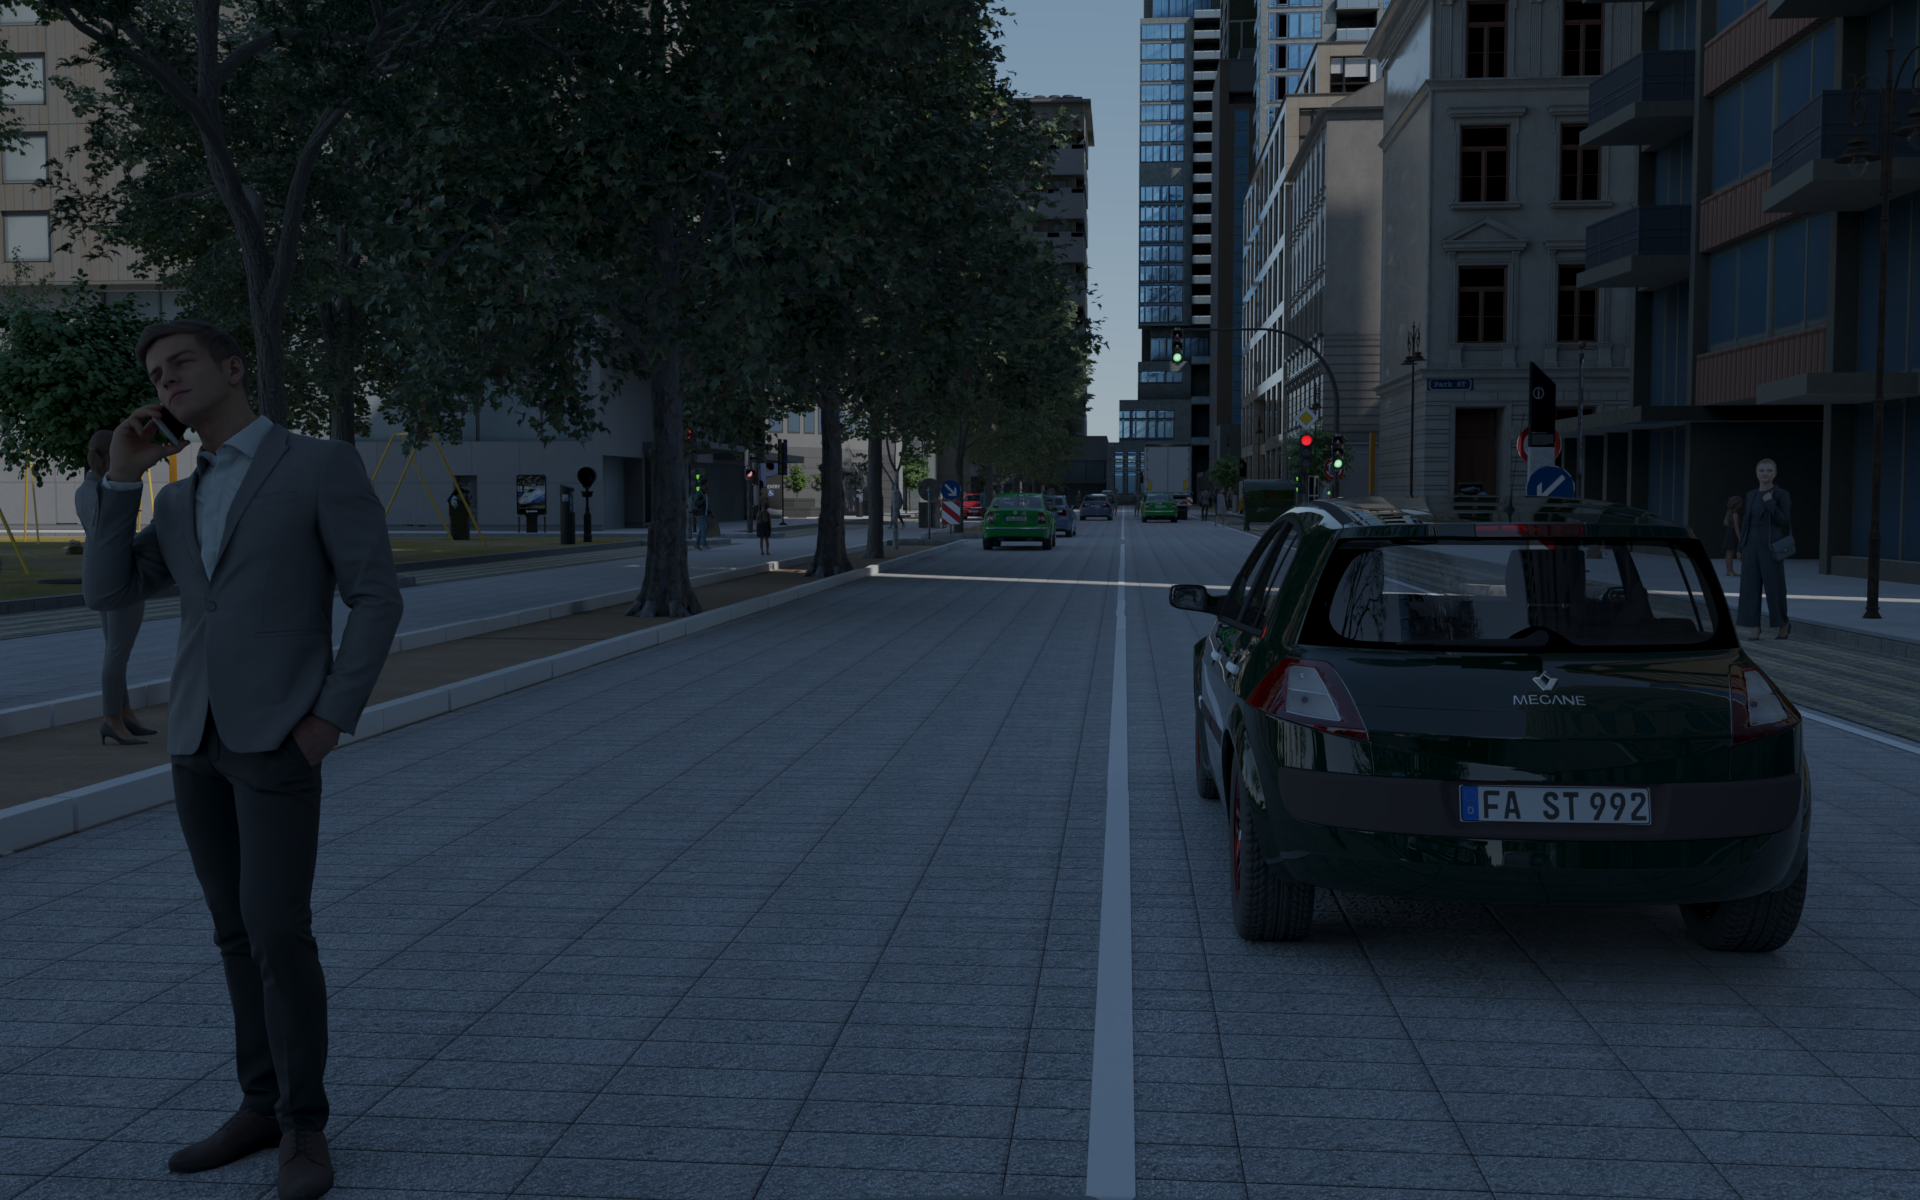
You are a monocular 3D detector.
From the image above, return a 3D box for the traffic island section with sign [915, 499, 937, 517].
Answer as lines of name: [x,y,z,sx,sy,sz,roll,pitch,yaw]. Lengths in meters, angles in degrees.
traffic island section with sign: [-1.706,-6.130,108.852,1.989,1.847,2.006,0,4,5]

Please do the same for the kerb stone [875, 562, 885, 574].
kerb stone: [-1.535,-0.556,31.284,0.120,0.150,1.000,0,4,5]

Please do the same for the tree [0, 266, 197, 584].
tree: [-12.733,-2.541,25.256,4.285,4.588,4.351,0,3,0]

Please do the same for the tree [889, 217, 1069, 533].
tree: [0.054,-8.096,60.584,9.928,11.665,9.643,0,3,0]

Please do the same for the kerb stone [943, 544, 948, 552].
kerb stone: [-0.473,-1.241,42.485,0.120,0.150,1.000,0,4,5]

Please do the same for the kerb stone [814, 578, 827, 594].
kerb stone: [-2.115,-0.179,25.171,0.120,0.150,1.000,0,4,5]

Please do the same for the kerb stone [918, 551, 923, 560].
kerb stone: [-0.961,-0.929,37.392,0.120,0.150,1.000,0,4,5]

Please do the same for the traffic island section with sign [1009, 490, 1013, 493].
traffic island section with sign: [5.613,-10.856,186.123,1.989,1.847,2.006,0,4,5]

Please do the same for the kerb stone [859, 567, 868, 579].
kerb stone: [-1.731,-0.431,29.249,0.120,0.150,1.000,0,4,5]

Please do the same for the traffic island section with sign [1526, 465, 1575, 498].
traffic island section with sign: [8.161,-0.991,24.835,1.989,1.847,2.006,0,4,5]

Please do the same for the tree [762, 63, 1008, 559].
tree: [-1.950,-7.209,38.449,7.486,12.596,7.792,0,3,0]

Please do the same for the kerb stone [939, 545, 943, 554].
kerb stone: [-0.577,-1.177,41.463,0.120,0.150,1.000,0,4,5]

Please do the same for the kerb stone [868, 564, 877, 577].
kerb stone: [-1.630,-0.483,30.267,0.120,0.150,1.000,0,4,5]

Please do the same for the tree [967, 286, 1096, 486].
tree: [3.269,-11.565,98.208,9.857,13.997,8.962,0,3,0]

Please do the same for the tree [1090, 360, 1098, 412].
tree: [2.568,-9.825,81.225,7.486,12.596,7.792,0,3,0]

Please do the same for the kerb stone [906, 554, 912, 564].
kerb stone: [-1.154,-0.805,35.356,0.120,0.150,1.000,0,4,5]

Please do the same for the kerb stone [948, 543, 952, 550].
kerb stone: [-0.381,-1.300,43.503,0.120,0.150,1.000,0,4,5]

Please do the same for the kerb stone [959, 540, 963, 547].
kerb stone: [-0.098,-1.487,46.563,0.120,0.150,1.000,0,4,5]

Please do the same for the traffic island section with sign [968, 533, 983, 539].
traffic island section with sign: [-0.228,-2.932,56.068,2.006,1.907,1.989,0,4,5]

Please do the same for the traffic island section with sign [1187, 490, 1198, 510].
traffic island section with sign: [20.672,-9.088,157.220,1.989,1.847,2.006,0,4,5]

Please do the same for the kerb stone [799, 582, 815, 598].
kerb stone: [-2.212,-0.119,24.154,0.120,0.150,1.000,0,4,5]

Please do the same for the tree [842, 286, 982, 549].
tree: [-1.654,-5.612,44.579,4.360,8.622,3.978,0,3,0]

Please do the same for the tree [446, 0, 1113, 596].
tree: [-2.221,-6.748,29.799,9.611,12.733,9.660,0,3,0]

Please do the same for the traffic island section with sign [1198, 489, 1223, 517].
traffic island section with sign: [15.970,-6.046,107.478,1.989,1.847,2.006,0,4,5]

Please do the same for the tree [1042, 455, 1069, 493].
tree: [5.873,-10.170,119.093,4.737,8.622,4.395,0,3,0]

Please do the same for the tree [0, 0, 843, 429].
tree: [-4.469,-4.571,11.600,8.767,10.594,7.601,0,4,5]

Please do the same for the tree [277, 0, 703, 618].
tree: [-3.435,-6.159,20.167,9.611,12.733,9.660,0,3,0]

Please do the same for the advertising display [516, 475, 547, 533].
advertising display: [-14.176,-3.187,57.325,0.974,1.923,0.123,0,4,-2]

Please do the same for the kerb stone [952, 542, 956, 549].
kerb stone: [-0.277,-1.364,44.524,0.120,0.150,1.000,0,4,5]

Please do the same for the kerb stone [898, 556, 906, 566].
kerb stone: [-1.240,-0.743,34.336,0.120,0.150,1.000,0,4,5]

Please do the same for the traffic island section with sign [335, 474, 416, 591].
traffic island section with sign: [-9.479,-1.092,26.487,1.989,1.847,2.006,0,4,5]

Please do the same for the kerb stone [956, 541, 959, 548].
kerb stone: [-0.194,-1.425,45.545,0.120,0.150,1.000,0,4,5]

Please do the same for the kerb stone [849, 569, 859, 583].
kerb stone: [-1.829,-0.369,28.227,0.120,0.150,1.000,0,4,5]

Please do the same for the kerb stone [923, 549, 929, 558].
kerb stone: [-0.868,-0.992,38.411,0.120,0.150,1.000,0,4,5]

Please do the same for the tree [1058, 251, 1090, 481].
tree: [1.102,-9.095,69.286,7.486,12.596,7.792,0,3,0]

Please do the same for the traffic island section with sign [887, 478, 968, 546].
traffic island section with sign: [-0.935,-2.481,48.695,2.006,1.907,1.989,0,4,5]

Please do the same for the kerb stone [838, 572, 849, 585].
kerb stone: [-1.930,-0.305,27.207,0.120,0.150,1.000,0,4,5]

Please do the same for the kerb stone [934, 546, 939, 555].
kerb stone: [-0.666,-1.114,40.445,0.120,0.150,1.000,0,4,5]

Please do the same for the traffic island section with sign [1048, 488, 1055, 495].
traffic island section with sign: [6.836,-7.507,130.875,2.006,1.907,1.989,0,4,5]

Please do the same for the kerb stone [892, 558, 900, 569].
kerb stone: [-1.335,-0.680,33.318,0.120,0.150,1.000,0,4,5]

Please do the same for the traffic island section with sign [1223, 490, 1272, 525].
traffic island section with sign: [13.386,-4.380,80.238,1.989,1.847,2.006,0,4,5]

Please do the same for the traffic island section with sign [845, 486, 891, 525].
traffic island section with sign: [-4.285,-4.458,81.509,1.989,1.847,2.006,0,4,5]

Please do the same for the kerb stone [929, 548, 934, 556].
kerb stone: [-0.769,-1.054,39.428,0.120,0.150,1.000,0,4,5]

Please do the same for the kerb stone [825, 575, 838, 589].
kerb stone: [-2.019,-0.244,26.188,0.120,0.150,1.000,0,4,5]

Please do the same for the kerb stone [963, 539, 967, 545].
kerb stone: [0.004,-1.553,47.579,0.120,0.150,1.000,0,4,5]

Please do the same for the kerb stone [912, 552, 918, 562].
kerb stone: [-1.044,-0.867,36.372,0.120,0.150,1.000,0,4,5]

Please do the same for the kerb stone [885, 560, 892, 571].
kerb stone: [-1.441,-0.618,32.302,0.120,0.150,1.000,0,4,5]

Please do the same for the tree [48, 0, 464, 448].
tree: [-12.091,-7.757,33.490,9.857,13.997,8.962,0,3,0]

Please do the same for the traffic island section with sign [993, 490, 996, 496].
traffic island section with sign: [2.979,-9.156,158.323,1.989,1.847,2.006,0,4,5]

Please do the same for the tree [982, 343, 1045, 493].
tree: [1.802,-7.496,75.379,4.360,8.622,3.978,0,3,0]
